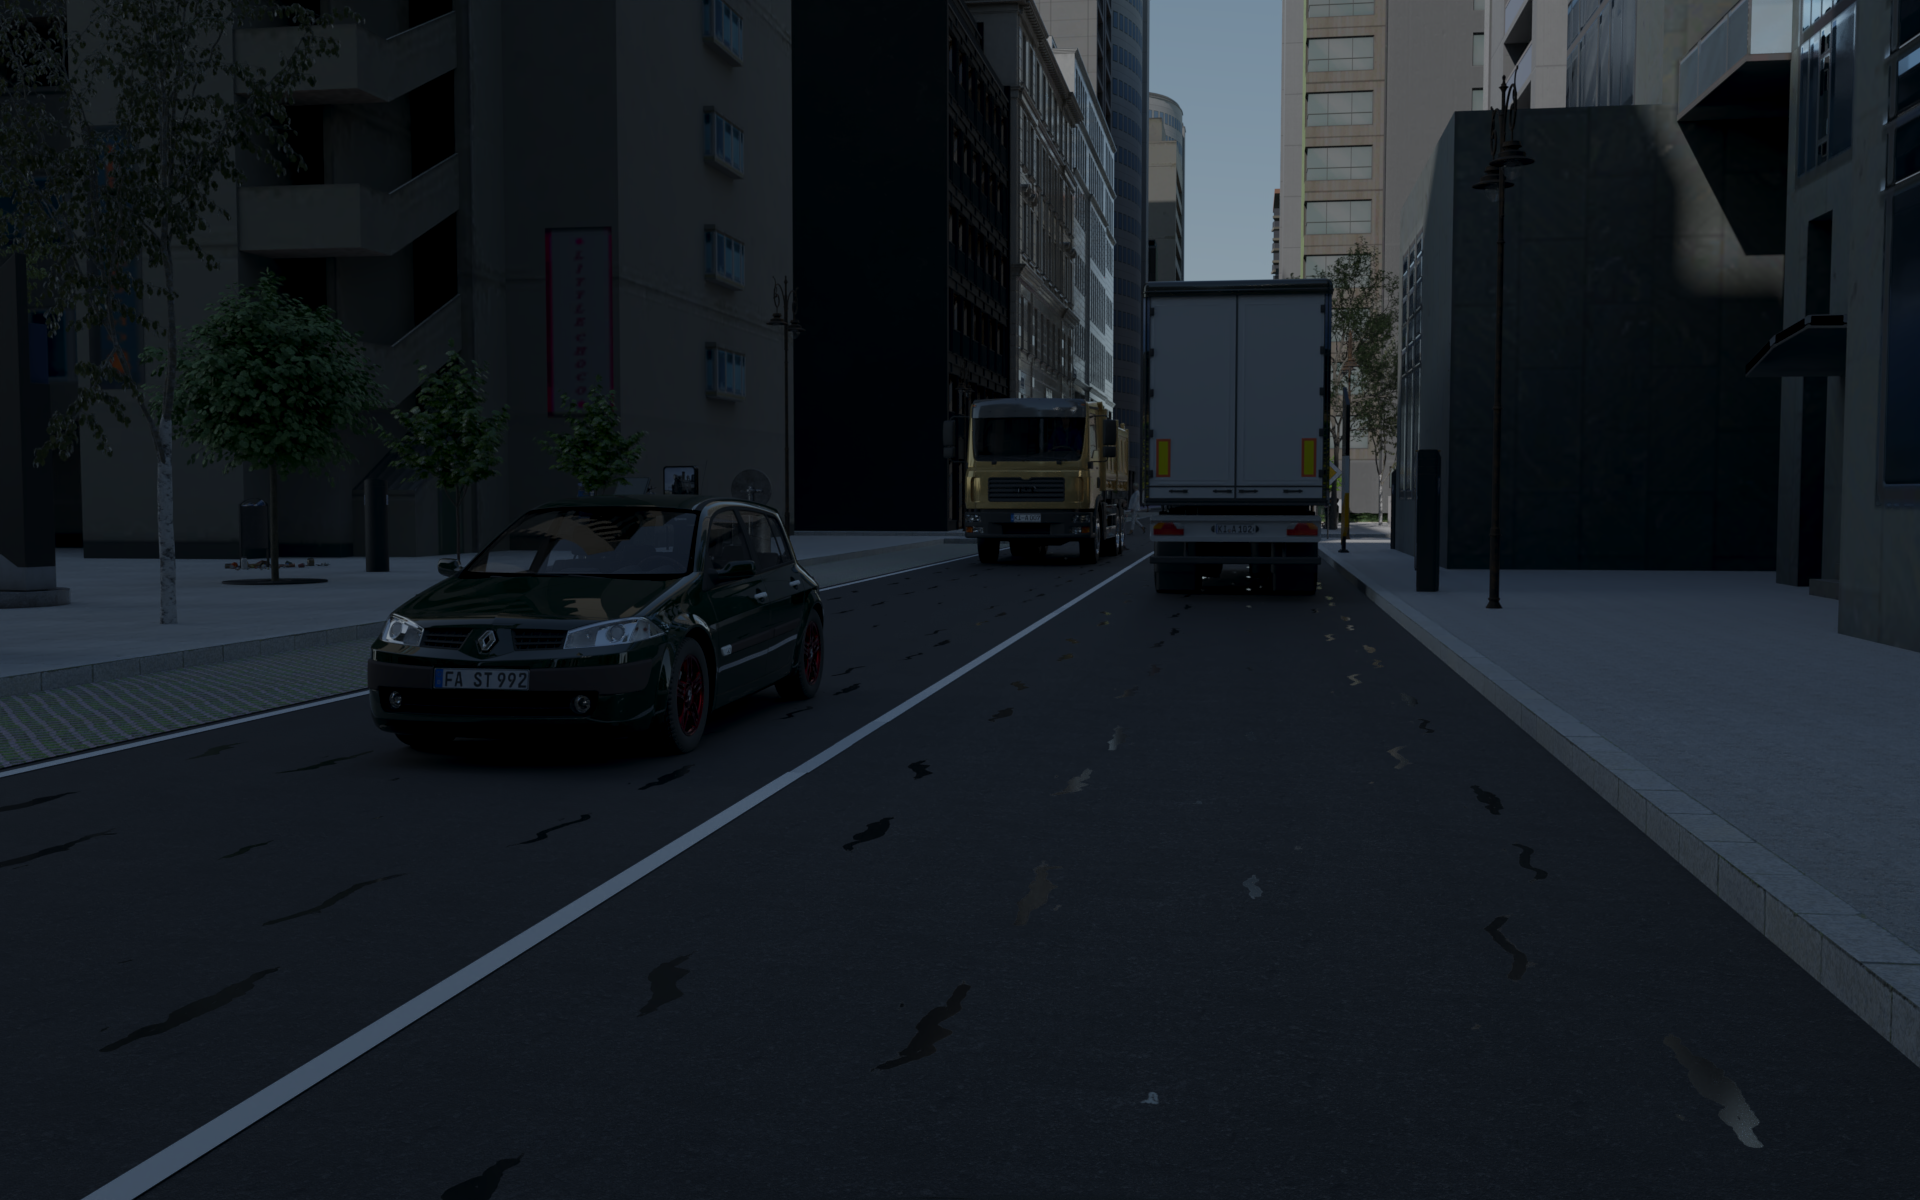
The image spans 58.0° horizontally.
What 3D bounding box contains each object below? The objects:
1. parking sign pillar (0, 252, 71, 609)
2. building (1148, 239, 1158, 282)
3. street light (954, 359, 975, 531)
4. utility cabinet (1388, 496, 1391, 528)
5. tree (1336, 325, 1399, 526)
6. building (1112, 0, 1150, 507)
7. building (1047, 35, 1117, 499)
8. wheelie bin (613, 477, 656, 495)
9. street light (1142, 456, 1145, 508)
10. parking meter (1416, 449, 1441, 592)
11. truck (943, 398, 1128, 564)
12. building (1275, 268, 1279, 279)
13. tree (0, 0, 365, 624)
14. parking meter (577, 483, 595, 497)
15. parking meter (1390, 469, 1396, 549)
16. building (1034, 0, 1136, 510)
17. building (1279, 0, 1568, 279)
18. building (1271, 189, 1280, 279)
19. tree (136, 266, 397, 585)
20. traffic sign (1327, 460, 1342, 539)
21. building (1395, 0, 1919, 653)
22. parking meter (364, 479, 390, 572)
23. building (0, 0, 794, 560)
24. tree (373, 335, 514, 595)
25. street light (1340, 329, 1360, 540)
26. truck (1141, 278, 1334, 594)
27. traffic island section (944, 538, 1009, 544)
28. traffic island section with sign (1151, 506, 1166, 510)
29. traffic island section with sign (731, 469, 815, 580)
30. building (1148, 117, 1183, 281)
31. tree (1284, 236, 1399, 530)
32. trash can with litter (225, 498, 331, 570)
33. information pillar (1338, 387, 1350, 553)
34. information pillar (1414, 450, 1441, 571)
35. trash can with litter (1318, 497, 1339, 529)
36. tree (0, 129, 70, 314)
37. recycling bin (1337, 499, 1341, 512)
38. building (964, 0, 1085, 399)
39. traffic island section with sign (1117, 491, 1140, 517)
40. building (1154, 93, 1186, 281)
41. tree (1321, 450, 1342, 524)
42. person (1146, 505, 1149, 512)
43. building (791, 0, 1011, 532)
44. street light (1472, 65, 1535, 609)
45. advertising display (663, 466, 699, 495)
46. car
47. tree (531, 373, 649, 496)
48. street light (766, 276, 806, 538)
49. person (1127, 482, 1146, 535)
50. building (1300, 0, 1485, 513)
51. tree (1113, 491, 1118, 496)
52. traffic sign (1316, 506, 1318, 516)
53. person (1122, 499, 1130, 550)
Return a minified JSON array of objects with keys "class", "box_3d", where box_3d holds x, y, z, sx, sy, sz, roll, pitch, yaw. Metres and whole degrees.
[{"class":"parking sign pillar","box_3d":[-11.059,-1.918,19.837,1.447,3.967,1.447,1,4,21]},{"class":"building","box_3d":[14.233,-25.578,189.908,14.160,30.474,14.107,1,4,9]},{"class":"street light","box_3d":[0.160,-5.289,59.258,0.468,5.910,1.993,1,4,9]},{"class":"utility cabinet","box_3d":[16.962,-3.391,66.610,1.020,1.237,0.306,-1,4,-22]},{"class":"tree","box_3d":[17.025,-7.296,69.656,4.360,8.622,3.978,0,3,0]},{"class":"building","box_3d":[6.971,-38.302,168.242,21.231,58.520,28.212,1,4,9]},{"class":"building","box_3d":[3.581,-20.586,114.076,11.434,29.767,29.804,1,4,9]},{"class":"wheelie bin","box_3d":[-6.117,-1.505,32.508,0.980,1.594,0.693,1,4,17]},{"class":"street light","box_3d":[17.531,-11.758,165.033,0.468,5.910,1.993,1,4,9]},{"class":"parking meter","box_3d":[6.179,-1.047,22.831,0.255,1.863,0.399,1,4,23]},{"class":"truck","box_3d":[2.012,-2.568,37.903,3.469,3.379,9.791,1,4,10]},{"class":"building","box_3d":[47.068,-27.471,220.844,14.160,30.474,14.107,1,4,9]},{"class":"tree","box_3d":[-8.069,-4.066,16.849,4.360,8.622,3.978,0,3,0]},{"class":"parking meter","box_3d":[-7.081,-1.501,32.947,0.372,1.533,0.369,0,3,0]},{"class":"parking meter","box_3d":[10.192,-2.116,40.314,0.255,1.863,0.399,0,4,0]},{"class":"building","box_3d":[4.222,-43.141,143.612,20.563,71.187,20.611,1,4,9]},{"class":"building","box_3d":[31.945,-35.029,114.719,21.231,58.520,28.212,1,4,9]},{"class":"building","box_3d":[54.551,-35.894,241.483,22.147,44.769,28.867,1,4,9]},{"class":"tree","box_3d":[-9.833,-2.521,24.925,4.285,4.588,4.351,0,3,0]},{"class":"traffic sign","box_3d":[10.468,-2.790,49.265,0.795,2.450,0.064,1,4,9]},{"class":"building","box_3d":[18.502,-43.272,20.177,22.319,86.520,31.000,1,4,9]},{"class":"parking meter","box_3d":[-9.618,-1.232,28.561,0.372,1.533,0.369,0,3,0]},{"class":"building","box_3d":[-17.238,-25.672,43.442,21.600,48.544,21.300,1,4,9]},{"class":"tree","box_3d":[-6.305,-1.629,21.228,1.663,3.219,1.824,0,3,0]},{"class":"street light","box_3d":[10.954,-4.648,48.781,0.468,5.910,1.993,1,4,9]},{"class":"truck","box_3d":[4.528,-2.404,28.226,2.839,4.237,11.283,1,4,9]},{"class":"traffic island section","box_3d":[0.735,-1.754,50.956,2.009,0.180,2.903,1,4,9]},{"class":"traffic island section with sign","box_3d":[18.321,-9.072,156.958,1.989,1.847,2.006,1,4,9]},{"class":"traffic island section with sign","box_3d":[-3.311,-1.099,26.589,1.989,1.847,2.006,1,4,9]},{"class":"building","box_3d":[18.000,-36.950,227.834,21.300,48.544,21.600,1,4,9]},{"class":"tree","box_3d":[13.748,-7.809,62.084,7.601,10.594,8.767,0,4,-6]},{"class":"trash can with litter","box_3d":[-11.900,-1.173,30.231,1.678,1.210,2.233,3,4,38]},{"class":"information pillar","box_3d":[8.402,-2.838,37.761,0.183,3.616,0.504,0,4,3]},{"class":"information pillar","box_3d":[7.827,-1.500,29.013,0.304,2.012,0.304,3,5,41]},{"class":"trash can with litter","box_3d":[13.473,-3.179,63.370,0.624,1.170,1.055,0,4,-7]},{"class":"tree","box_3d":[-17.238,-4.771,28.373,4.737,8.622,4.395,0,3,0]},{"class":"recycling bin","box_3d":[17.755,-4.188,81.034,0.722,1.027,0.722,0,4,8]},{"class":"building","box_3d":[-1.105,-17.730,87.148,12.463,27.353,25.104,1,4,9]},{"class":"traffic island section with sign","box_3d":[10.187,-6.073,107.929,1.989,1.847,2.006,1,4,9]},{"class":"building","box_3d":[21.536,-43.434,252.143,21.231,58.520,28.212,1,4,9]},{"class":"tree","box_3d":[15.845,-4.870,74.232,1.663,3.219,1.824,0,3,0]},{"class":"person","box_3d":[14.650,-7.754,136.066,0.721,1.735,1.217,0,4,5]},{"class":"building","box_3d":[-5.203,-14.528,67.217,12.332,23.373,15.834,1,4,9]},{"class":"street light","box_3d":[5.999,-2.843,19.279,0.468,5.910,1.993,1,4,9]},{"class":"advertising display","box_3d":[-6.374,-2.102,39.576,0.974,1.923,0.123,2,4,33]},{"class":"car","box_3d":[-2.096,-0.069,10.915,2.009,1.686,4.222,1,4,10]},{"class":"tree","box_3d":[-5.707,-2.024,27.690,1.663,3.219,1.824,0,3,0]},{"class":"street light","box_3d":[-3.685,-3.916,36.808,0.468,5.910,1.993,1,4,9]},{"class":"person","box_3d":[6.238,-3.222,61.065,0.818,1.842,0.514,-1,4,-17]},{"class":"building","box_3d":[24.303,-24.674,87.019,14.154,41.232,14.086,1,4,9]},{"class":"tree","box_3d":[11.621,-8.305,130.395,1.663,3.219,1.824,0,3,0]},{"class":"traffic sign","box_3d":[11.775,-3.272,57.143,0.795,2.450,0.064,1,4,9]},{"class":"person","box_3d":[4.157,-1.918,44.134,0.394,1.301,0.425,-1,4,-17]}]
